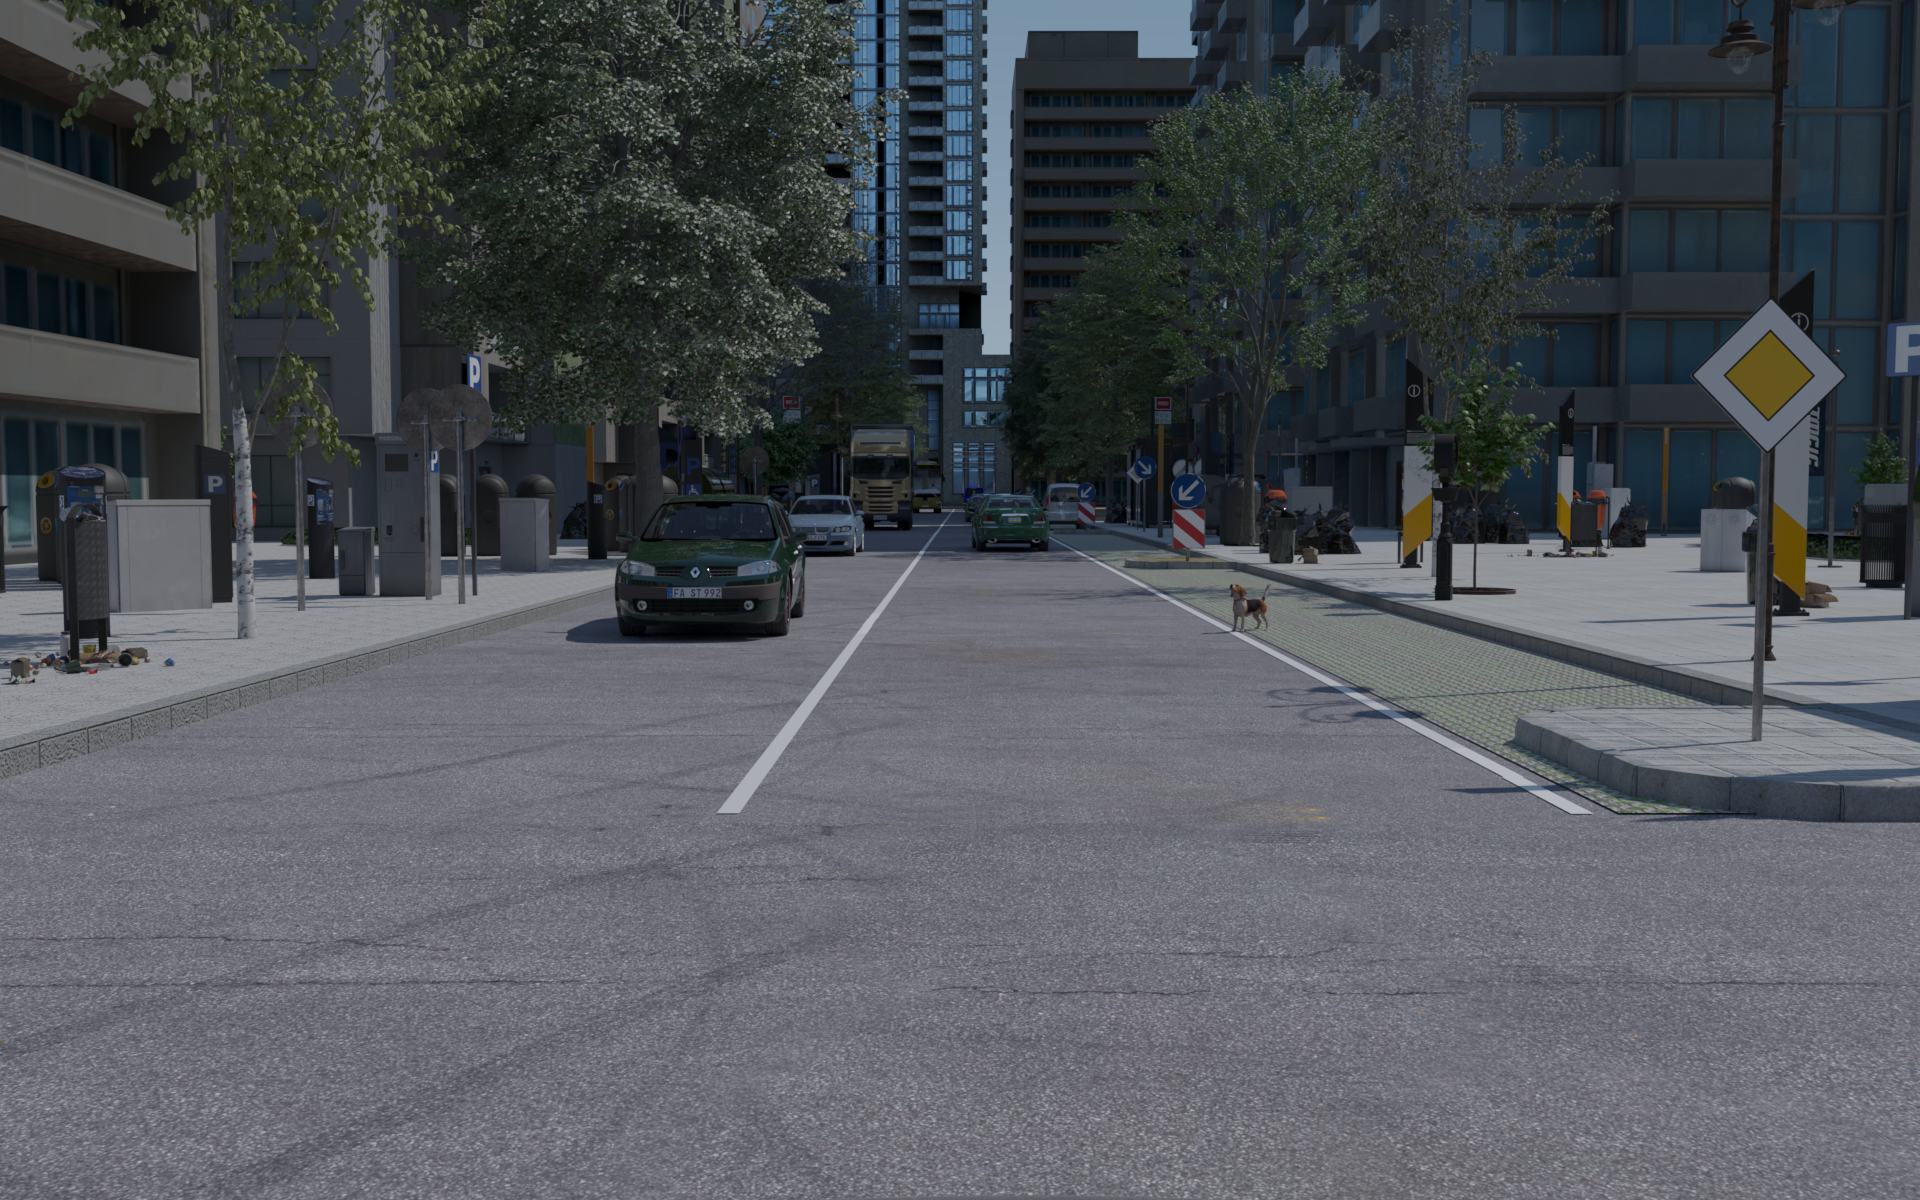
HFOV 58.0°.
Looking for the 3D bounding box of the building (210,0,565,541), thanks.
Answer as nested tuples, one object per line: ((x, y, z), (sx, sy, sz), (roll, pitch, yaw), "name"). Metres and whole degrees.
((-19.842, -22.538, 52.094), (14.154, 41.232, 14.086), (0, 4, 0), "building")

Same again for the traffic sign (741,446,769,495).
((-5.484, -2.825, 46.290), (0.768, 2.556, 0.104), (0, 4, 7), "traffic sign")

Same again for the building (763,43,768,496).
((-29.097, -29.719, 140.527), (28.867, 44.769, 22.147), (0, 4, 0), "building")

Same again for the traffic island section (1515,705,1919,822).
((4.164, 0.811, 9.020), (2.009, 0.180, 2.903), (0, 4, 0), "traffic island section")

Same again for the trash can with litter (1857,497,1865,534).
((22.654, -2.003, 43.801), (1.678, 1.210, 2.233), (-2, 4, -30), "trash can with litter")

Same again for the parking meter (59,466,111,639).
((-7.807, -0.431, 15.451), (0.372, 1.533, 0.369), (0, 3, 0), "parking meter")

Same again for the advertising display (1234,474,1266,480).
((9.610, -3.177, 57.155), (0.974, 1.923, 0.123), (2, 4, 31), "advertising display")

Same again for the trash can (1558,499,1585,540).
((17.203, -2.273, 48.823), (0.748, 1.137, 0.748), (0, 3, 0), "trash can")

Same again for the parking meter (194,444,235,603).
((-8.784, -0.900, 20.431), (0.399, 1.863, 0.255), (-2, 4, -33), "parking meter")

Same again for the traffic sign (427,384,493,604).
((-5.815, -1.225, 20.141), (0.768, 2.556, 0.104), (0, 4, 3), "traffic sign")

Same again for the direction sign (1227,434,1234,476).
((10.212, -4.493, 65.464), (0.379, 3.537, 0.876), (0, 4, -6), "direction sign")

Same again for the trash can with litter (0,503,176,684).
((-6.675, -0.100, 12.696), (1.678, 1.210, 2.233), (0, 4, -4), "trash can with litter")

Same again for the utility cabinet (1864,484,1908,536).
((20.508, -1.793, 37.999), (1.173, 1.500, 0.318), (3, 4, 38), "utility cabinet")

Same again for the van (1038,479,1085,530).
((4.124, -3.802, 69.171), (2.013, 2.044, 4.112), (0, 4, 1), "van")

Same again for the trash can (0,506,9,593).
((-12.108, -0.591, 21.320), (0.748, 1.137, 0.748), (0, 3, 0), "trash can")

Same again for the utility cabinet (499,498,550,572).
((-7.232, -1.077, 28.774), (1.020, 1.237, 0.306), (3, 5, 41), "utility cabinet")

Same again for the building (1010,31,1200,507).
((16.101, -34.375, 185.731), (21.600, 48.544, 21.300), (0, 4, 0), "building")

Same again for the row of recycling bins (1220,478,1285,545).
((7.605, -2.328, 45.180), (1.069, 1.692, 3.534), (2, 4, 27), "row of recycling bins")

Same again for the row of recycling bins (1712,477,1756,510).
((19.400, -2.217, 43.358), (1.069, 1.692, 3.534), (1, 4, 21), "row of recycling bins")

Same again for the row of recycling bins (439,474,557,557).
((-10.189, -1.766, 35.989), (3.534, 1.692, 1.069), (-1, 4, -12), "row of recycling bins")

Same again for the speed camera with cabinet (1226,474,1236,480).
((13.011, -5.302, 81.031), (0.660, 3.252, 2.038), (-1, 4, -12), "speed camera with cabinet")

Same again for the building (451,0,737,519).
((-21.467, -25.786, 105.197), (14.154, 41.232, 14.086), (0, 4, 0), "building")

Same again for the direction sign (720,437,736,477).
((-9.288, -4.738, 69.464), (0.876, 3.537, 0.379), (3, 5, 40), "direction sign")

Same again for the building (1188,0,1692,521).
((26.054, -29.709, 105.345), (23.786, 49.044, 30.456), (0, 4, 0), "building")

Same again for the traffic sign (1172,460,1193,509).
((8.244, -3.918, 64.159), (0.768, 2.556, 0.104), (0, 4, 1), "traffic sign")

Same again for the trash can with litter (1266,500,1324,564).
((6.196, -1.263, 32.037), (1.055, 1.170, 0.624), (1, 4, 9), "trash can with litter")

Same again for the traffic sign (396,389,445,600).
((-6.446, -1.275, 20.947), (0.768, 2.556, 0.104), (0, 4, 5), "traffic sign")

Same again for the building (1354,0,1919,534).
((25.774, -27.432, 68.115), (23.786, 49.044, 30.456), (0, 4, 0), "building")

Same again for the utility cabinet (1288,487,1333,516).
((10.377, -2.594, 51.093), (1.173, 1.500, 0.318), (1, 4, 15), "utility cabinet")

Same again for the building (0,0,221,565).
((-26.850, -24.611, 26.097), (21.300, 48.544, 21.600), (0, 4, 0), "building")

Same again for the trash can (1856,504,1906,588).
((12.699, -0.741, 23.768), (0.748, 1.137, 0.748), (0, 3, 0), "trash can")

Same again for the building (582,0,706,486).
((-21.488, -19.537, 91.127), (14.160, 30.474, 14.107), (0, 4, 0), "building")

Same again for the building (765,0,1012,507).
((-10.201, -53.296, 184.067), (31.000, 86.520, 22.319), (0, 4, 0), "building")

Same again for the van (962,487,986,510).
((1.283, -9.273, 156.005), (2.240, 2.365, 5.245), (0, 3, 0), "van")

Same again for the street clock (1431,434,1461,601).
((5.848, -0.998, 20.880), (0.358, 2.002, 0.471), (2, 4, 24), "street clock")

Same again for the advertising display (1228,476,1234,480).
((10.025, -3.459, 61.768), (0.974, 1.923, 0.123), (1, 4, 10), "advertising display")

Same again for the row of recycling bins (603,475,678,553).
((-6.931, -1.867, 37.632), (1.069, 1.692, 3.534), (-2, 4, -26), "row of recycling bins")

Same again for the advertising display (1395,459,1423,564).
((8.387, -1.650, 32.187), (0.123, 1.923, 0.974), (3, 5, 43), "advertising display")

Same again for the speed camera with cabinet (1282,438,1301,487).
((11.832, -4.146, 62.131), (0.660, 3.252, 2.038), (0, 4, 8), "speed camera with cabinet")

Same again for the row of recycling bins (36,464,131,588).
((-12.443, -1.073, 24.657), (1.069, 1.692, 3.534), (-2, 4, -33), "row of recycling bins")

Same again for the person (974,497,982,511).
((0.829, -3.592, 71.508), (0.475, 1.303, 0.640), (-1, 4, -12), "person")

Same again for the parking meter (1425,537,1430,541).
((12.621, -2.368, 47.131), (0.372, 1.533, 0.369), (0, 3, 0), "parking meter")

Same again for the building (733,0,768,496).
((-21.057, -28.699, 119.335), (14.600, 45.320, 14.200), (0, 4, 0), "building")

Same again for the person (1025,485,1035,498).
((2.370, -3.150, 60.757), (0.760, 1.731, 0.466), (2, 4, 35), "person")

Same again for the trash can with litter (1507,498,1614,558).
((12.358, -1.495, 35.501), (2.233, 1.210, 1.678), (1, 4, 10), "trash can with litter")

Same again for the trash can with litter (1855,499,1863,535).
((24.521, -2.199, 47.342), (0.624, 1.170, 1.055), (0, 4, -5), "trash can with litter")

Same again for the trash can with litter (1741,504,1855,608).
((9.565, -0.522, 19.926), (0.624, 1.170, 1.055), (-2, 4, -35), "trash can with litter")

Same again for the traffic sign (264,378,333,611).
((-7.240, -1.154, 18.967), (0.768, 2.556, 0.104), (0, 4, 4), "traffic sign")

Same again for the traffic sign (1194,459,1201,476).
((8.781, -3.801, 62.255), (0.768, 2.556, 0.104), (0, 4, 1), "traffic sign")

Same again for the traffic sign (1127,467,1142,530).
((6.329, -3.703, 61.729), (0.795, 2.450, 0.064), (0, 4, 8), "traffic sign")

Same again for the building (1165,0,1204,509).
((26.598, -50.287, 134.870), (22.319, 86.520, 31.000), (0, 4, 0), "building")

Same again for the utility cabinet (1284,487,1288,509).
((10.986, -2.910, 56.256), (1.173, 1.500, 0.318), (2, 4, 24), "utility cabinet")

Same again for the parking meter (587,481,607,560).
((-7.137, -1.569, 34.069), (0.372, 1.533, 0.369), (0, 3, 0), "parking meter")

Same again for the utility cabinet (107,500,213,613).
((-8.828, -0.486, 19.109), (0.306, 1.237, 1.020), (3, 5, 43), "utility cabinet")

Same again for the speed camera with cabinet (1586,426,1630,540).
((18.593, -3.384, 49.663), (0.660, 3.252, 2.038), (0, 4, 1), "speed camera with cabinet")

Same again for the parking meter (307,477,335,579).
((-9.689, -1.092, 26.264), (0.372, 1.533, 0.369), (0, 3, 0), "parking meter")

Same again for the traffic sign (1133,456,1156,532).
((6.226, -3.567, 58.421), (0.768, 2.556, 0.104), (0, 4, 3), "traffic sign")

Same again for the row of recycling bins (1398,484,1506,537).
((14.703, -2.735, 51.835), (1.069, 1.692, 3.534), (-3, 5, -44), "row of recycling bins")

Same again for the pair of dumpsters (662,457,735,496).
((-6.799, -2.562, 44.377), (1.574, 2.255, 4.437), (0, 4, 0), "pair of dumpsters")

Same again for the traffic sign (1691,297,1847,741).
((4.140, -0.324, 8.943), (0.795, 2.450, 0.064), (0, 4, 0), "traffic sign")
